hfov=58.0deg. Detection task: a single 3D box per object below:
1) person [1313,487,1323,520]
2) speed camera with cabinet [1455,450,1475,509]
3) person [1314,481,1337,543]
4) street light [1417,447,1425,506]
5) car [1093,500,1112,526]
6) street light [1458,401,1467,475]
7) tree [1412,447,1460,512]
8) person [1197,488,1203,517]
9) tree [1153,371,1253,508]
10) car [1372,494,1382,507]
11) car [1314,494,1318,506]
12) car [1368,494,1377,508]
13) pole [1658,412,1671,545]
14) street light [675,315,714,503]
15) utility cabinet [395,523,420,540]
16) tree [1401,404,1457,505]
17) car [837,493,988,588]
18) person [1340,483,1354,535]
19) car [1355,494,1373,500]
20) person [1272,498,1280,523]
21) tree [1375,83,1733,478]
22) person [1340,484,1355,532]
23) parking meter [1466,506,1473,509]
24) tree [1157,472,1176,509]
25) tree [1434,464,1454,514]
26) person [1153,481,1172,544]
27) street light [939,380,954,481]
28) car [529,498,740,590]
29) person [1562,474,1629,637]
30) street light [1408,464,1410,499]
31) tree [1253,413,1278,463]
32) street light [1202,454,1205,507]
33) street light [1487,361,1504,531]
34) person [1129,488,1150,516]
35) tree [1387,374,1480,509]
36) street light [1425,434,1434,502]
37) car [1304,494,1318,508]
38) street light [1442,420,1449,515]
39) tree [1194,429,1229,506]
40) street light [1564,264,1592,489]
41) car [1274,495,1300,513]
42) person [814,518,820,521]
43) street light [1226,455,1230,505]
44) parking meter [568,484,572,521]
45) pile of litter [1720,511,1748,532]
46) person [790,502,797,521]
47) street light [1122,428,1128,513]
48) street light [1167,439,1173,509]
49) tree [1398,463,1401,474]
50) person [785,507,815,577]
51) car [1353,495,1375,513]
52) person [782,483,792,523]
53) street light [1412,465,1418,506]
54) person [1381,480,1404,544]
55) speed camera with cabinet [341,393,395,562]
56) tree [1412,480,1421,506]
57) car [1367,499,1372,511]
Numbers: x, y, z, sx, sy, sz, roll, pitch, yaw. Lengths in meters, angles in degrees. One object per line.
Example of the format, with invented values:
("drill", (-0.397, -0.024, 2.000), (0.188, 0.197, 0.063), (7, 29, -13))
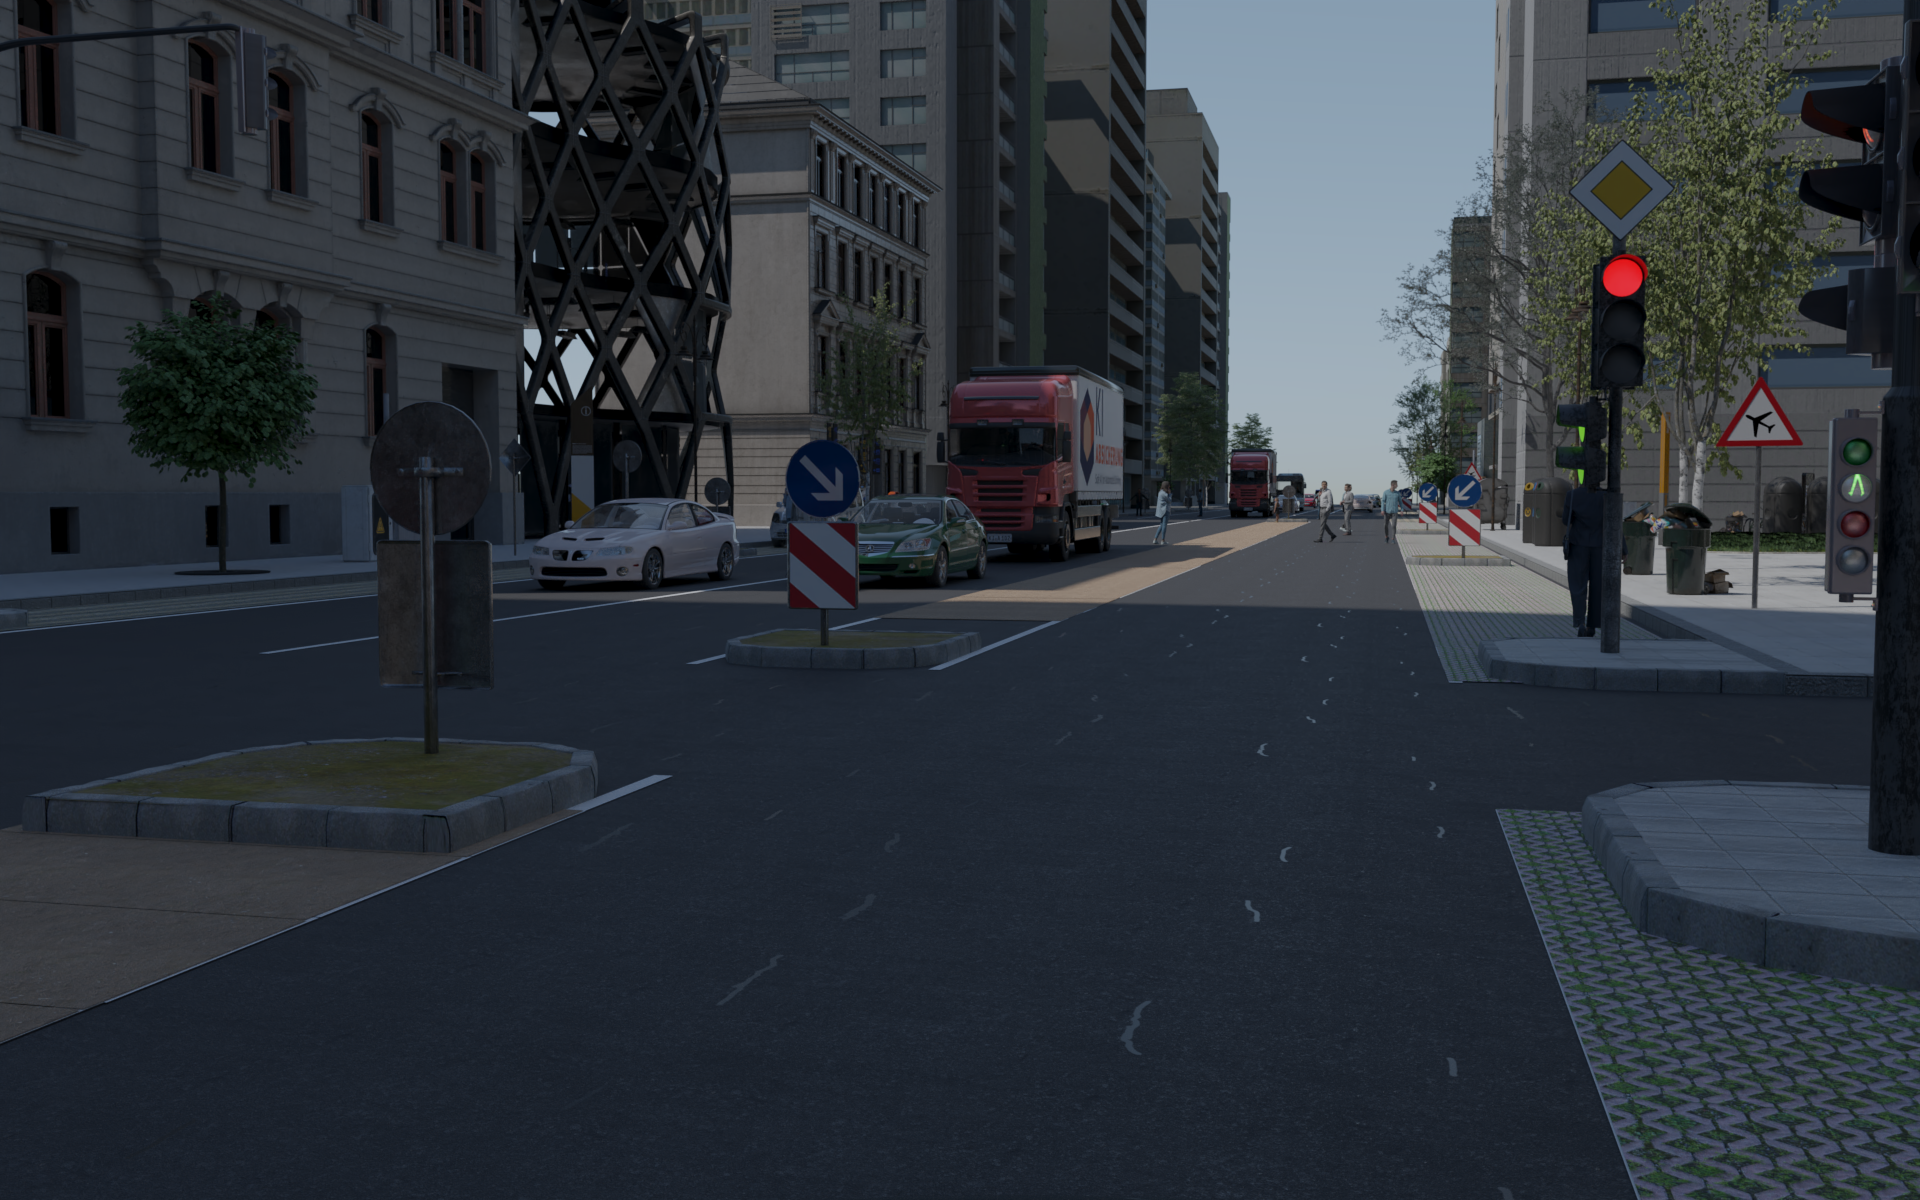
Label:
("person", (20.246, -5.404, 96.945), (0.705, 1.814, 1.350), (-3, 5, -39))
("speed camera with cabinet", (23.015, -5.162, 78.734), (0.660, 3.252, 2.038), (0, 4, 5))
("person", (10.822, -2.616, 51.378), (0.850, 1.850, 0.679), (-1, 4, -21))
("street light", (42.792, -11.452, 160.034), (0.468, 5.910, 1.993), (1, 4, 14))
("car", (4.955, -3.545, 69.756), (2.131, 1.459, 4.920), (1, 4, 15))
("street light", (24.835, -6.914, 85.824), (0.468, 5.910, 1.993), (1, 4, 14))
("tree", (33.711, -8.491, 122.548), (4.285, 4.588, 4.351), (0, 3, 0))
("person", (15.334, -6.241, 110.622), (0.705, 1.814, 1.350), (0, 3, 0))
("tree", (21.466, -14.834, 160.660), (7.486, 12.596, 7.792), (0, 3, 0))
("car", (44.910, -10.801, 188.386), (2.131, 1.459, 4.920), (1, 4, 15))
("car", (42.583, -12.345, 210.638), (1.959, 1.807, 4.718), (1, 4, 15))
("car", (42.026, -10.196, 178.712), (2.014, 1.417, 4.499), (1, 4, 12))
("pole", (17.583, -3.021, 43.233), (0.158, 3.312, 0.155), (0, 3, 0))
("street light", (-6.849, -4.406, 44.833), (0.468, 5.910, 1.993), (1, 4, 14))
("utility cabinet", (-11.719, -1.557, 36.612), (0.306, 1.237, 1.020), (1, 4, 13))
("tree", (39.027, -11.655, 140.920), (4.737, 8.622, 4.395), (0, 3, 0))
("car", (-0.798, -1.003, 28.198), (2.131, 1.459, 4.920), (1, 4, 13))
("person", (13.402, -3.153, 60.246), (0.583, 1.804, 0.606), (-1, 4, -21))
("car", (36.271, -8.972, 156.482), (2.009, 1.686, 4.222), (1, 4, 13))
("person", (15.792, -4.488, 86.552), (0.373, 1.253, 0.362), (2, 4, 31))
("tree", (17.736, -8.629, 51.448), (12.009, 13.543, 11.850), (0, 3, 0))
("person", (14.833, -3.544, 66.456), (0.620, 1.820, 0.660), (3, 4, 38))
("parking meter", (20.021, -3.658, 68.214), (0.372, 1.533, 0.369), (0, 3, 0))
("tree", (18.278, -9.706, 153.292), (1.663, 3.219, 1.824), (0, 3, 0))
("tree", (31.271, -7.126, 111.110), (1.663, 3.219, 1.824), (0, 3, 0))
("person", (5.776, -2.482, 49.353), (0.793, 1.790, 0.793), (3, 5, 44))
("street light", (-0.475, -5.976, 70.495), (0.468, 5.910, 1.993), (1, 4, 14))
("car", (-5.086, -0.933, 27.614), (2.083, 1.381, 4.827), (1, 4, 15))
("person", (6.107, -0.478, 16.729), (0.576, 1.772, 0.534), (0, 4, -5))
("street light", (56.300, -14.847, 215.530), (0.468, 5.910, 1.993), (1, 4, 14))
("tree", (40.537, -19.789, 241.675), (7.486, 12.596, 7.792), (0, 3, 0))
("street light", (24.521, -12.314, 174.113), (0.468, 5.910, 1.993), (1, 4, 14))
("street light", (18.550, -5.343, 60.139), (0.468, 5.910, 1.993), (1, 4, 14))
("person", (11.587, -6.325, 111.931), (1.348, 1.821, 0.705), (0, 4, -5))
("tree", (40.762, -13.668, 149.228), (9.928, 11.665, 9.643), (0, 3, 0))
("street light", (36.463, -9.870, 134.155), (0.468, 5.910, 1.993), (1, 4, 14))
("car", (34.828, -10.069, 173.668), (2.155, 1.783, 4.494), (1, 4, 13))
("street light", (30.304, -8.285, 108.239), (0.468, 5.910, 1.993), (1, 4, 14))
("tree", (25.741, -14.047, 180.024), (4.360, 8.622, 3.978), (0, 3, 0))
("street light", (12.291, -3.771, 34.449), (0.468, 5.910, 1.993), (1, 4, 14))
("car", (25.160, -7.407, 133.467), (2.083, 1.381, 4.827), (1, 4, 14))
("person", (-2.975, -1.635, 35.802), (0.524, 1.755, 0.480), (3, 4, 36))
("street light", (30.898, -13.884, 199.784), (0.468, 5.910, 1.993), (1, 4, 14))
("parking meter", (-9.304, -2.056, 42.019), (0.372, 1.533, 0.369), (0, 3, 0))
("pile of litter", (19.796, -1.874, 44.610), (1.176, 0.858, 1.719), (-1, 4, -9))
("person", (-3.114, -1.576, 34.395), (0.709, 1.813, 0.853), (2, 4, 26))
("street light", (11.243, -8.941, 118.977), (0.468, 5.910, 1.993), (1, 4, 14))
("street light", (17.606, -10.531, 144.973), (0.468, 5.910, 1.993), (1, 4, 14))
("tree", (44.992, -13.341, 168.492), (4.737, 8.622, 4.395), (0, 3, 0))
("person", (-2.563, -1.178, 28.112), (0.624, 1.780, 0.694), (-1, 4, -17))
("car", (31.199, -7.491, 134.832), (2.083, 1.381, 4.827), (1, 4, 14))
("person", (-4.155, -2.134, 43.649), (0.793, 1.790, 0.793), (0, 4, 8))
("street light", (49.977, -13.239, 189.240), (0.468, 5.910, 1.993), (1, 4, 14))
("person", (12.534, -2.559, 50.206), (0.638, 1.841, 0.748), (1, 4, 16))
("speed camera with cabinet", (-11.198, -2.391, 33.435), (0.660, 3.252, 2.038), (1, 4, 8))
("tree", (51.185, -12.113, 192.650), (1.663, 3.219, 1.824), (0, 3, 0))
("car", (33.724, -8.183, 146.151), (2.083, 1.381, 4.827), (1, 4, 13))
